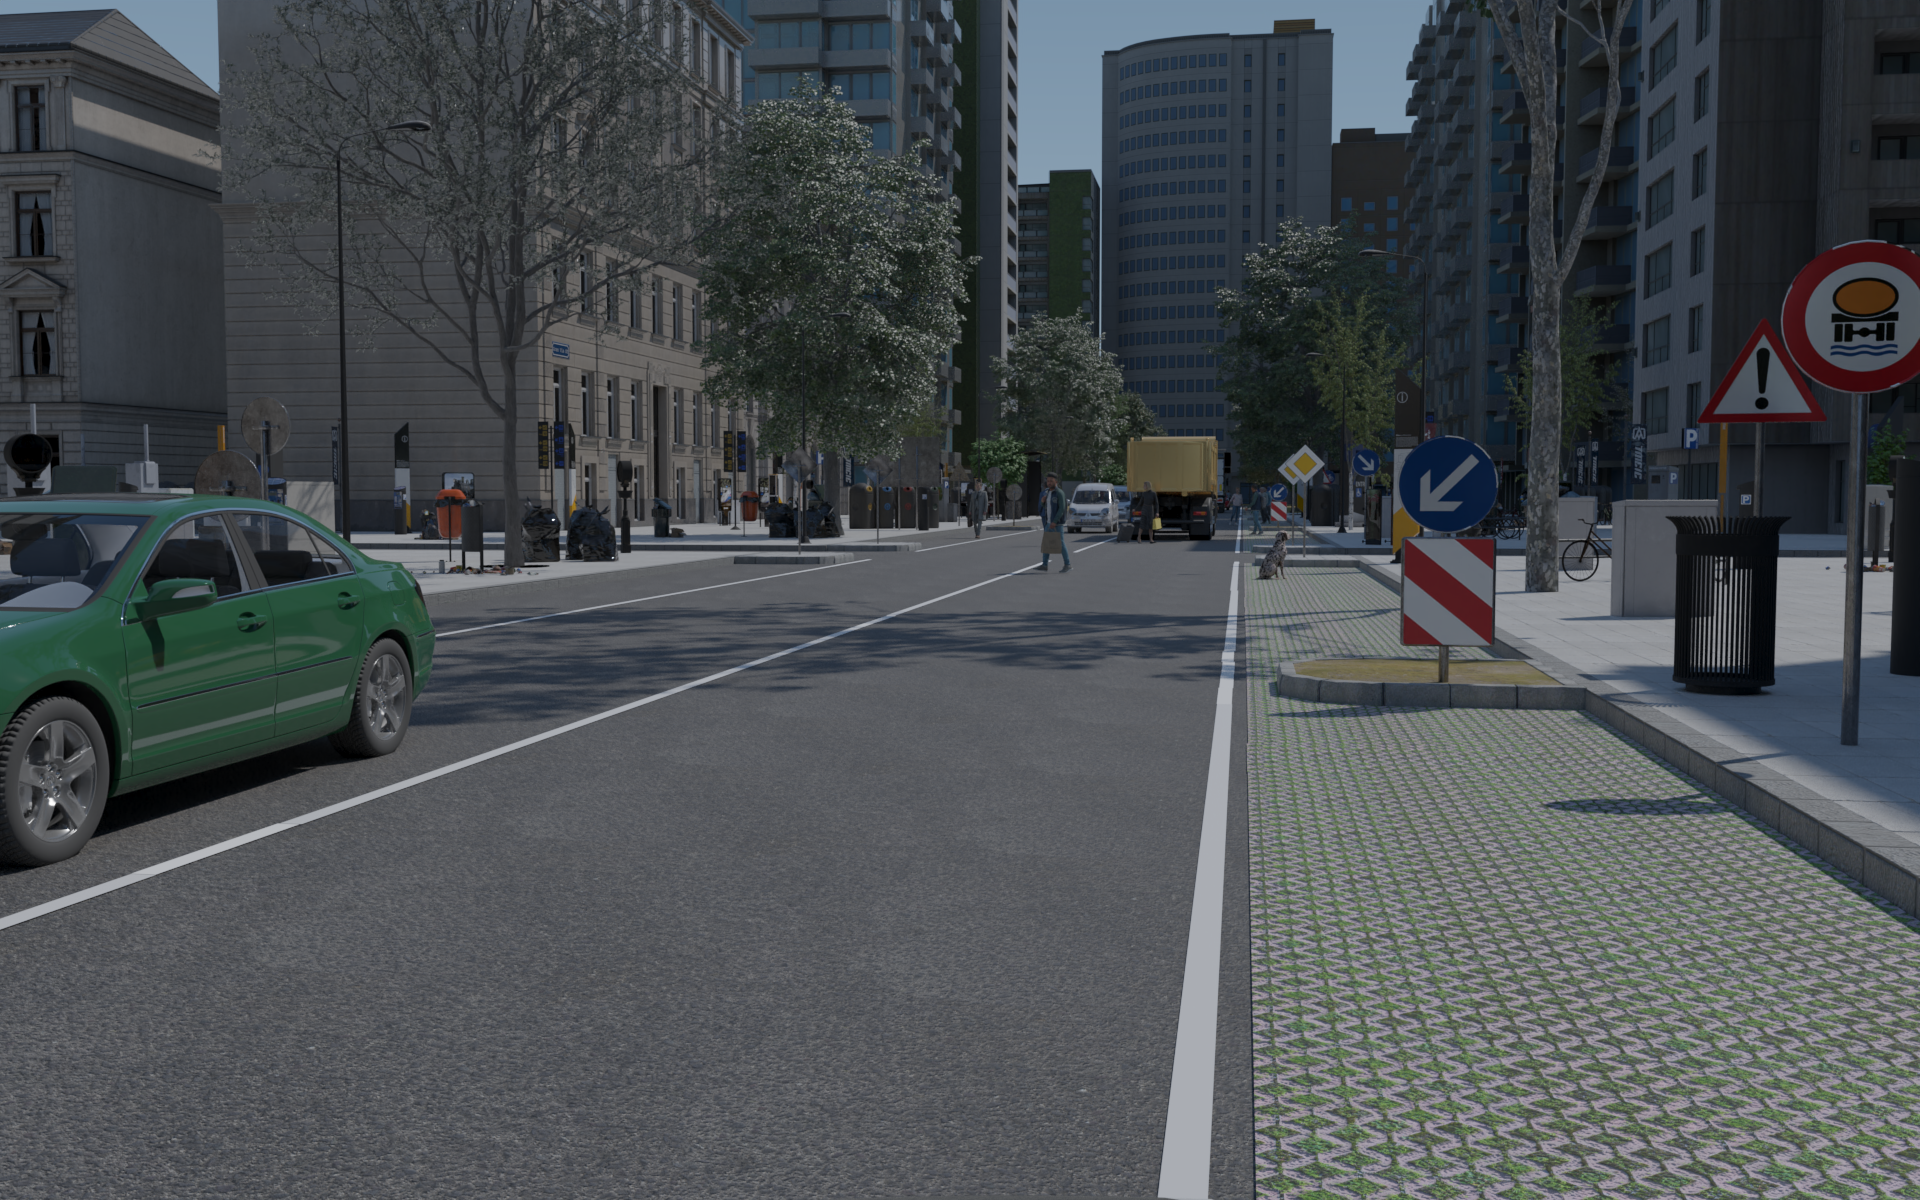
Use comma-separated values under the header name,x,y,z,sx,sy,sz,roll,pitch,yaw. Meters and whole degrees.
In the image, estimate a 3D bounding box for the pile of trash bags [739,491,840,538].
name,x,y,z,sx,sy,sz,roll,pitch,yaw
pile of trash bags,-5.193,-2.553,51.488,3.447,1.369,1.912,2,4,33

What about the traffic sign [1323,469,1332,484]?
name,x,y,z,sx,sy,sz,roll,pitch,yaw
traffic sign,18.842,-5.501,89.944,0.884,2.594,0.081,1,4,10

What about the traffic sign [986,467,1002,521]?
name,x,y,z,sx,sy,sz,roll,pitch,yaw
traffic sign,1.606,-4.970,81.373,0.768,2.556,0.104,1,4,13

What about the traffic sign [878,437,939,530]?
name,x,y,z,sx,sy,sz,roll,pitch,yaw
traffic sign,-1.850,-4.142,61.599,2.265,3.308,0.079,1,4,11

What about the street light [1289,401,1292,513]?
name,x,y,z,sx,sy,sz,roll,pitch,yaw
street light,16.857,-6.967,86.452,1.470,5.913,1.316,1,4,9

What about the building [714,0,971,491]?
name,x,y,z,sx,sy,sz,roll,pitch,yaw
building,-12.166,-31.663,137.297,23.786,49.044,30.456,1,4,9

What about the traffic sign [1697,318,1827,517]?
name,x,y,z,sx,sy,sz,roll,pitch,yaw
traffic sign,5.963,-0.791,12.934,0.884,2.594,0.081,1,4,16

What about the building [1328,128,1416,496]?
name,x,y,z,sx,sy,sz,roll,pitch,yaw
building,52.769,-34.519,214.496,14.200,45.320,14.600,1,4,9

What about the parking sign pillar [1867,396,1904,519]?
name,x,y,z,sx,sy,sz,roll,pitch,yaw
parking sign pillar,25.304,-3.607,47.447,1.447,3.967,1.447,-3,5,-39

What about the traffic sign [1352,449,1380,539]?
name,x,y,z,sx,sy,sz,roll,pitch,yaw
traffic sign,11.567,-3.012,49.357,0.768,2.556,0.104,1,4,16

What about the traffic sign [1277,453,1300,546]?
name,x,y,z,sx,sy,sz,roll,pitch,yaw
traffic sign,8.242,-2.398,42.844,0.795,2.450,0.064,1,4,9

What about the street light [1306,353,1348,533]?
name,x,y,z,sx,sy,sz,roll,pitch,yaw
street light,12.080,-5.171,57.093,1.470,5.913,1.316,1,4,9

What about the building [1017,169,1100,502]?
name,x,y,z,sx,sy,sz,roll,pitch,yaw
building,10.455,-32.897,221.459,14.086,41.232,14.154,1,4,9

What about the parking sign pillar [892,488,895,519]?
name,x,y,z,sx,sy,sz,roll,pitch,yaw
parking sign pillar,-3.160,-6.147,88.977,1.447,3.967,1.447,-1,4,-22

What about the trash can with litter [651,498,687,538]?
name,x,y,z,sx,sy,sz,roll,pitch,yaw
trash can with litter,-8.566,-2.428,51.086,1.055,1.170,0.624,1,4,20

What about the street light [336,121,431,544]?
name,x,y,z,sx,sy,sz,roll,pitch,yaw
street light,-7.266,-3.012,21.795,1.470,5.913,1.316,1,4,9

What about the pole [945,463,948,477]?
name,x,y,z,sx,sy,sz,roll,pitch,yaw
pole,-0.905,-7.323,113.582,0.158,3.312,0.155,0,3,0

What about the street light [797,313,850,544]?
name,x,y,z,sx,sy,sz,roll,pitch,yaw
street light,-3.498,-4.407,44.589,1.470,5.913,1.316,1,4,9

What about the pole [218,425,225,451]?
name,x,y,z,sx,sy,sz,roll,pitch,yaw
pole,-21.956,-3.530,51.552,0.158,3.312,0.155,0,3,0

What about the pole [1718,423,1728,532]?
name,x,y,z,sx,sy,sz,roll,pitch,yaw
pole,18.012,-2.878,40.897,0.158,3.312,0.155,0,3,0

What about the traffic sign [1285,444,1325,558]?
name,x,y,z,sx,sy,sz,roll,pitch,yaw
traffic sign,6.957,-1.916,34.962,0.795,2.450,0.064,1,4,9

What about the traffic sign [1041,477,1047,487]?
name,x,y,z,sx,sy,sz,roll,pitch,yaw
traffic sign,5.163,-6.285,104.897,0.606,2.300,0.079,1,4,11

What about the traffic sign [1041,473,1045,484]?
name,x,y,z,sx,sy,sz,roll,pitch,yaw
traffic sign,4.462,-6.061,99.206,0.768,2.556,0.104,1,4,10

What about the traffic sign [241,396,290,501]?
name,x,y,z,sx,sy,sz,roll,pitch,yaw
traffic sign,-9.085,-1.378,22.638,0.768,2.556,0.104,1,4,18

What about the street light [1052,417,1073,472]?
name,x,y,z,sx,sy,sz,roll,pitch,yaw
street light,6.102,-8.036,103.925,1.470,5.913,1.316,1,4,9

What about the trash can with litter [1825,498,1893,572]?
name,x,y,z,sx,sy,sz,roll,pitch,yaw
trash can with litter,15.483,-1.103,29.090,1.678,1.210,2.233,2,4,24

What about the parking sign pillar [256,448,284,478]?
name,x,y,z,sx,sy,sz,roll,pitch,yaw
parking sign pillar,-20.386,-3.834,51.165,1.447,3.967,1.447,0,4,-6

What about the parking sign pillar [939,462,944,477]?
name,x,y,z,sx,sy,sz,roll,pitch,yaw
parking sign pillar,-1.661,-7.167,105.653,1.447,3.967,1.447,0,4,-4

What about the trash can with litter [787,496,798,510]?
name,x,y,z,sx,sy,sz,roll,pitch,yaw
trash can with litter,-8.420,-4.604,86.663,0.624,1.170,1.055,-1,4,-12

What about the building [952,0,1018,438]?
name,x,y,z,sx,sy,sz,roll,pitch,yaw
building,-8.576,-38.805,176.454,28.212,58.520,21.231,1,4,9

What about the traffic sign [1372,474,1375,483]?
name,x,y,z,sx,sy,sz,roll,pitch,yaw
traffic sign,22.701,-5.887,96.365,0.768,2.556,0.104,1,4,10

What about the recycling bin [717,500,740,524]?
name,x,y,z,sx,sy,sz,roll,pitch,yaw
recycling bin,-9.866,-3.748,73.838,0.722,1.027,0.722,2,4,29

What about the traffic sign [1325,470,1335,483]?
name,x,y,z,sx,sy,sz,roll,pitch,yaw
traffic sign,19.783,-5.692,93.170,0.768,2.556,0.104,1,4,18

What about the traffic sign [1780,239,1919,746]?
name,x,y,z,sx,sy,sz,roll,pitch,yaw
traffic sign,4.552,-0.531,8.787,0.768,2.556,0.104,1,4,18

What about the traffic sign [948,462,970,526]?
name,x,y,z,sx,sy,sz,roll,pitch,yaw
traffic sign,-0.034,-4.237,69.284,0.884,2.594,0.081,1,4,11

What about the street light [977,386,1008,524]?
name,x,y,z,sx,sy,sz,roll,pitch,yaw
street light,1.355,-6.237,74.509,1.470,5.913,1.316,1,4,9

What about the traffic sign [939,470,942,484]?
name,x,y,z,sx,sy,sz,roll,pitch,yaw
traffic sign,-1.059,-4.316,72.695,0.606,2.300,0.079,1,4,18

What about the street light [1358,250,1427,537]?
name,x,y,z,sx,sy,sz,roll,pitch,yaw
street light,8.274,-3.699,33.025,1.470,5.913,1.316,1,4,9

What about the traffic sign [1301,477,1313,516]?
name,x,y,z,sx,sy,sz,roll,pitch,yaw
traffic sign,17.935,-5.346,89.534,0.606,2.300,0.079,1,4,18

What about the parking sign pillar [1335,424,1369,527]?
name,x,y,z,sx,sy,sz,roll,pitch,yaw
parking sign pillar,15.297,-4.811,67.138,1.447,3.967,1.447,-3,5,-40

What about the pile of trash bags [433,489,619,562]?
name,x,y,z,sx,sy,sz,roll,pitch,yaw
pile of trash bags,-8.302,-1.435,33.210,3.447,1.369,1.912,-1,4,-11

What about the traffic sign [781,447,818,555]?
name,x,y,z,sx,sy,sz,roll,pitch,yaw
traffic sign,-3.397,-2.020,36.665,0.795,2.450,0.064,1,4,9

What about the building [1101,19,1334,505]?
name,x,y,z,sx,sy,sz,roll,pitch,yaw
building,32.338,-41.502,220.559,28.212,58.520,21.231,1,4,9

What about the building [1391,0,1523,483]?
name,x,y,z,sx,sy,sz,roll,pitch,yaw
building,53.478,-33.147,161.567,23.786,49.044,30.456,1,4,9

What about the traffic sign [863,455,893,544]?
name,x,y,z,sx,sy,sz,roll,pitch,yaw
traffic sign,-2.112,-2.502,44.547,0.795,2.450,0.064,1,4,9
